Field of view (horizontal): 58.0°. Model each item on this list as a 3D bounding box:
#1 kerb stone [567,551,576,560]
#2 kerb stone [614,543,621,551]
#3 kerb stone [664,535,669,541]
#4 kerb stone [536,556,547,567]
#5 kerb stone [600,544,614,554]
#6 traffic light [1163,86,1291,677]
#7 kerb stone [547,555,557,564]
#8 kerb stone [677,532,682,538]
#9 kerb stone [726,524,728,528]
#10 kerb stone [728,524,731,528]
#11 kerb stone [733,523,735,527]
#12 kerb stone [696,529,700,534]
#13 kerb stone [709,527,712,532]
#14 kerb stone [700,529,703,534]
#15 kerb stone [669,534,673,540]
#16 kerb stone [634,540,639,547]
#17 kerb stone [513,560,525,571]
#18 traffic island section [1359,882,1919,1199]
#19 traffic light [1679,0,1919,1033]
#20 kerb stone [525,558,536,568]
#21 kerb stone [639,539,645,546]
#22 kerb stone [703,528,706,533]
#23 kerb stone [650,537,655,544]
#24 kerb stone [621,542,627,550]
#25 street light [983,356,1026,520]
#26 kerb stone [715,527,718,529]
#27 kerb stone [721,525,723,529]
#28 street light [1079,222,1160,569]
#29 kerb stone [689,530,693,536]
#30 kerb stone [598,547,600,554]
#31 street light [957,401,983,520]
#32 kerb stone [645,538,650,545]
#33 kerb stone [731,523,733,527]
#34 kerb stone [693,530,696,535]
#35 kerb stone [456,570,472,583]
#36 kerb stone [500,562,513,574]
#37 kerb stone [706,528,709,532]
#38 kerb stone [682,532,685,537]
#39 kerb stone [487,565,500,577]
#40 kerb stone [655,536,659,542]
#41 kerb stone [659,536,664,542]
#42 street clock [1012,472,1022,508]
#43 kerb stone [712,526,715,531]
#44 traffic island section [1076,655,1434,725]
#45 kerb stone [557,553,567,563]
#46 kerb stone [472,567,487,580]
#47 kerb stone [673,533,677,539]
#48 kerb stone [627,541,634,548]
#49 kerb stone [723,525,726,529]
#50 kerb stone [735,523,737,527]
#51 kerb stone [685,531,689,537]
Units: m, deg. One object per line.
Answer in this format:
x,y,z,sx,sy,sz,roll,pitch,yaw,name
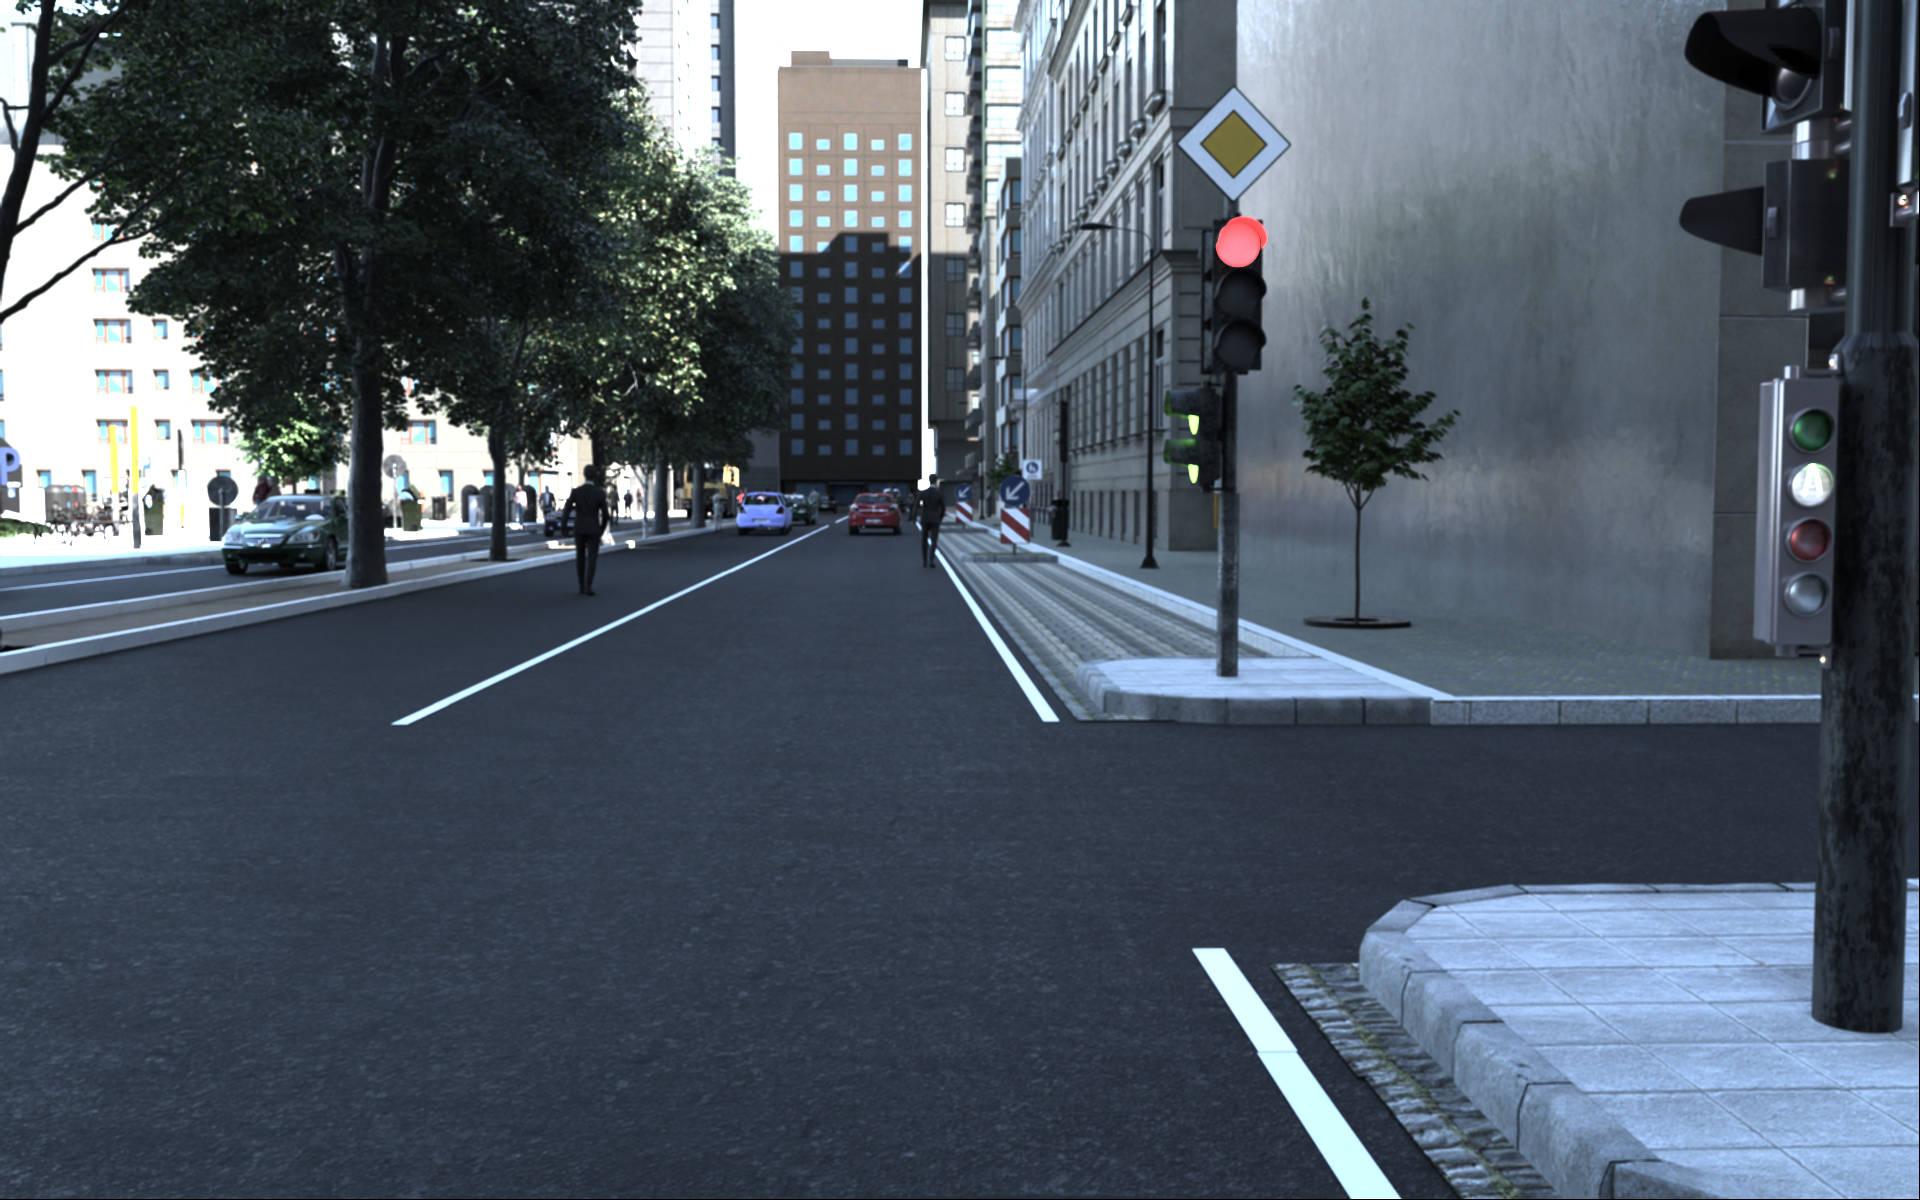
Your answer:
-8.534,-0.934,37.518,0.120,0.150,1.000,0,4,-2,kerb stone
-8.754,-1.315,43.692,0.120,0.150,1.000,0,4,-2,kerb stone
-9.094,-1.878,52.898,0.120,0.150,1.000,0,4,-2,kerb stone
-8.428,-0.749,34.444,0.120,0.150,1.000,0,4,-2,kerb stone
-8.725,-1.251,42.660,0.120,0.150,1.000,0,4,-2,kerb stone
1.866,-1.418,12.103,0.839,4.253,0.868,0,4,-2,traffic light
-8.463,-0.811,35.469,0.120,0.150,1.000,0,4,-2,kerb stone
-9.204,-2.066,55.974,0.120,0.150,1.000,0,4,-2,kerb stone
-9.759,-3.006,71.337,0.120,0.150,1.000,0,4,-2,kerb stone
-9.804,-3.069,72.369,0.120,0.150,1.000,0,4,-2,kerb stone
-9.877,-3.193,74.412,0.120,0.150,1.000,0,4,-2,kerb stone
-9.389,-2.379,61.098,0.120,0.150,1.000,0,4,-2,kerb stone
-9.540,-2.630,65.198,0.120,0.150,1.000,0,4,-2,kerb stone
-9.436,-2.442,62.127,0.120,0.150,1.000,0,4,-2,kerb stone
-9.135,-1.936,53.921,0.120,0.150,1.000,0,4,-2,kerb stone
-8.871,-1.503,46.766,0.120,0.150,1.000,0,4,-2,kerb stone
-8.346,-0.620,32.391,0.120,0.150,1.000,0,4,-2,kerb stone
2.196,1.104,4.239,2.009,0.180,2.903,0,4,-2,traffic island section
0.069,-1.788,3.906,4.771,5.953,1.251,0,4,-2,traffic light
-8.389,-0.687,33.422,0.120,0.150,1.000,0,4,-2,kerb stone
-8.904,-1.564,47.788,0.120,0.150,1.000,0,4,-2,kerb stone
-9.465,-2.505,63.154,0.120,0.150,1.000,0,4,-2,kerb stone
-8.982,-1.684,49.831,0.120,0.150,1.000,0,4,-2,kerb stone
-8.799,-1.377,44.723,0.120,0.150,1.000,0,4,-2,kerb stone
1.642,-5.248,58.348,1.470,5.913,1.316,0,4,-2,street light
-9.615,-2.756,67.248,0.120,0.150,1.000,0,4,-2,kerb stone
-9.688,-2.879,69.294,0.120,0.150,1.000,0,4,-2,kerb stone
2.740,-3.503,29.809,1.470,5.913,1.316,0,4,-2,street light
-9.317,-2.254,59.048,0.120,0.150,1.000,0,4,-2,kerb stone
-8.646,-1.126,40.613,0.120,0.150,1.000,0,4,-2,kerb stone
0.571,-7.001,87.002,1.470,5.913,1.316,0,4,-2,street light
-8.944,-1.628,48.809,0.120,0.150,1.000,0,4,-2,kerb stone
-9.838,-3.129,73.390,0.120,0.150,1.000,0,4,-2,kerb stone
-9.354,-2.315,60.071,0.120,0.150,1.000,0,4,-2,kerb stone
-8.207,-0.373,28.297,0.120,0.150,1.000,0,4,-2,kerb stone
-8.310,-0.561,31.364,0.120,0.150,1.000,0,4,-2,kerb stone
-9.498,-2.565,64.176,0.120,0.150,1.000,0,4,-2,kerb stone
-9.244,-2.129,56.998,0.120,0.150,1.000,0,4,-2,kerb stone
-8.272,-0.498,30.343,0.120,0.150,1.000,0,4,-2,kerb stone
-9.028,-1.750,50.852,0.120,0.150,1.000,0,4,-2,kerb stone
-9.062,-1.812,51.874,0.120,0.150,1.000,0,4,-2,kerb stone
1.911,-3.211,57.064,0.471,2.002,0.358,-1,4,-8,street clock
-9.572,-2.693,66.227,0.120,0.150,1.000,0,4,-2,kerb stone
1.906,0.615,12.219,2.009,0.180,2.903,0,4,-2,traffic island section
-8.486,-0.873,36.491,0.120,0.150,1.000,0,4,-2,kerb stone
-8.239,-0.436,29.321,0.120,0.150,1.000,0,4,-2,kerb stone
-9.170,-2.003,54.944,0.120,0.150,1.000,0,4,-2,kerb stone
-8.824,-1.440,45.745,0.120,0.150,1.000,0,4,-2,kerb stone
-9.727,-2.940,70.316,0.120,0.150,1.000,0,4,-2,kerb stone
-9.915,-3.253,75.439,0.120,0.150,1.000,0,4,-2,kerb stone
-9.281,-2.188,58.020,0.120,0.150,1.000,0,4,-2,kerb stone
